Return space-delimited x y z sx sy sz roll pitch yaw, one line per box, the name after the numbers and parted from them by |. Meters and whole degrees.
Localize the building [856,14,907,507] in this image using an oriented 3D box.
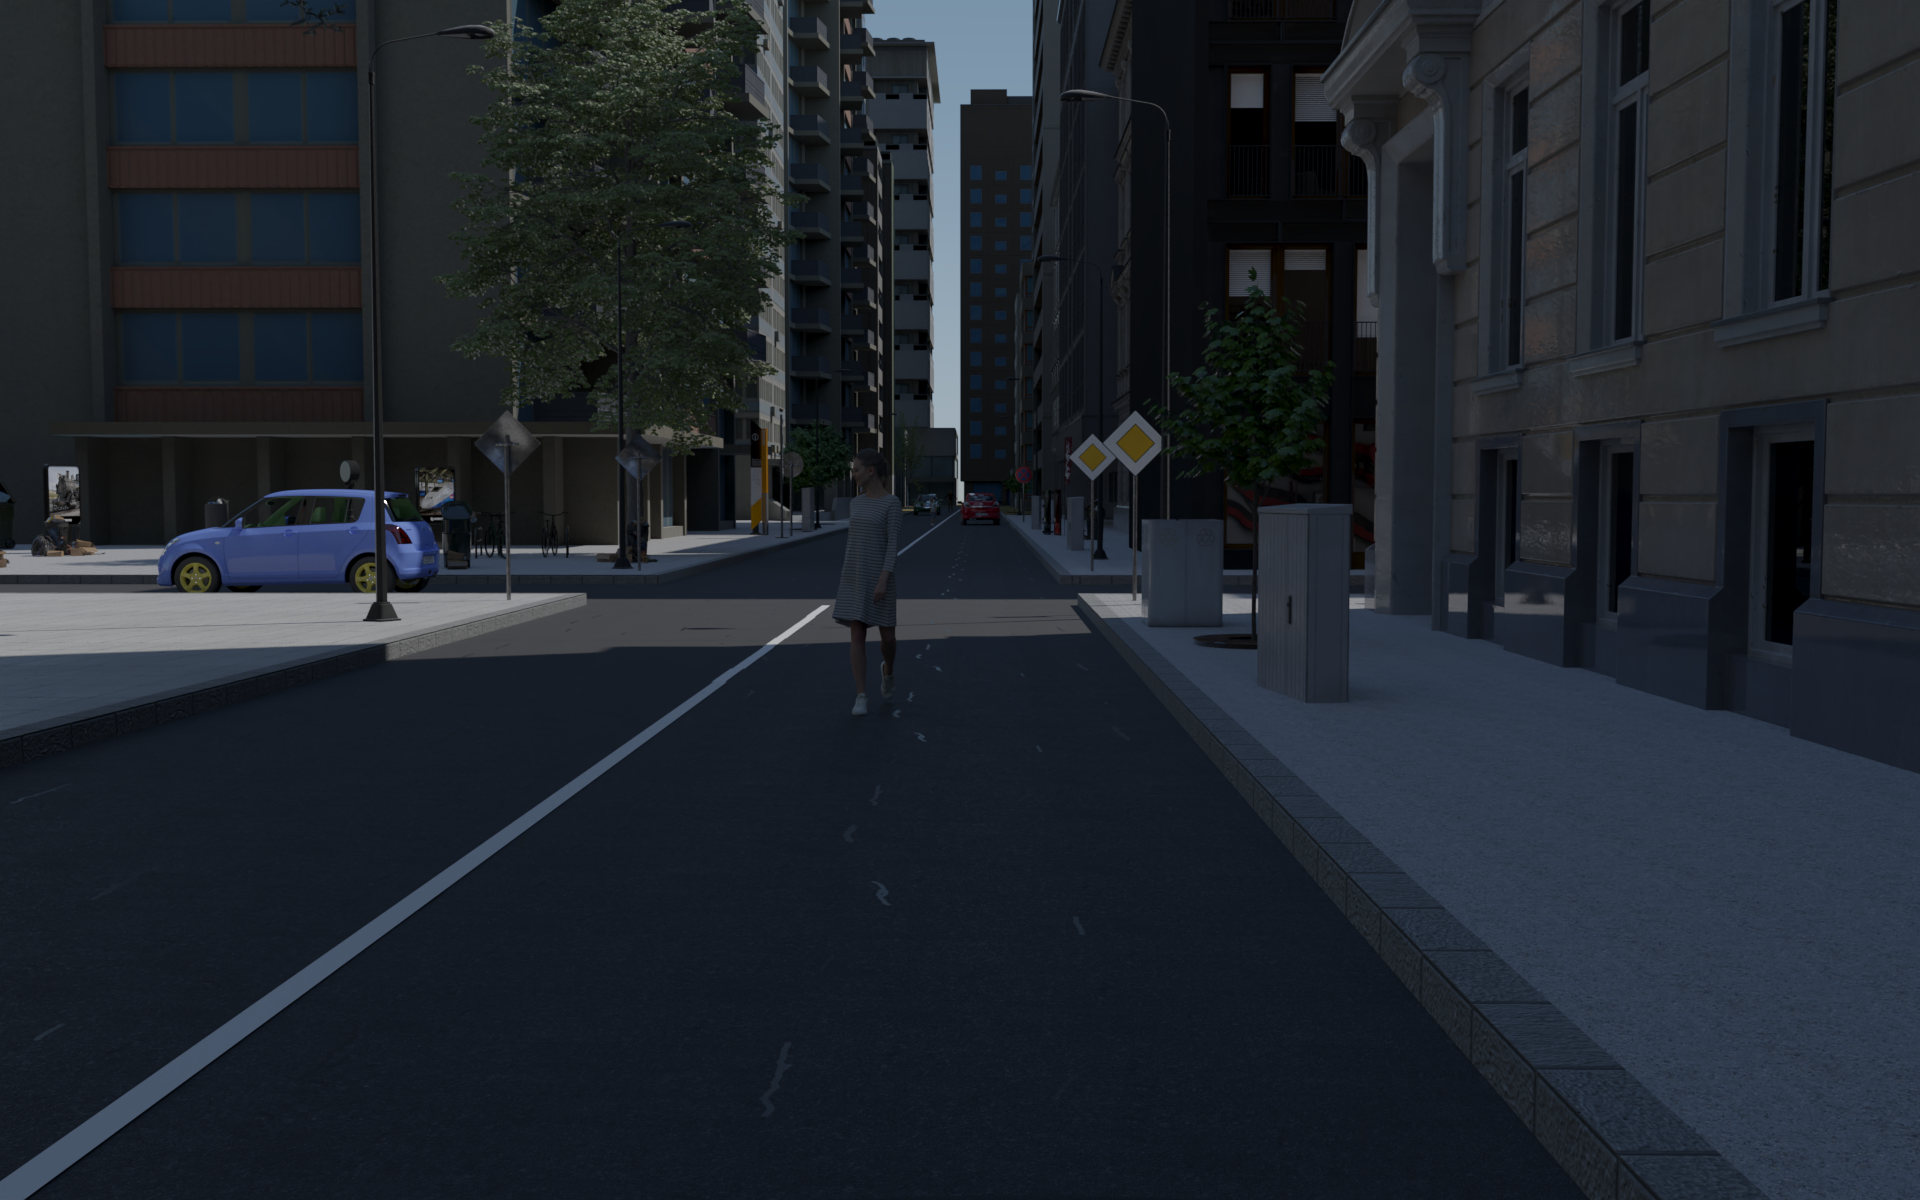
-21.099 -52.185 165.904 31.000 86.520 22.319 0 4 1 | building

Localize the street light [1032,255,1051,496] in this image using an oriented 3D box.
2.207 -3.750 33.850 1.470 5.913 1.316 0 4 1 | street light

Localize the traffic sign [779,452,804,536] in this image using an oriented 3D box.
-5.141 -3.217 52.710 0.768 2.556 0.104 1 4 8 | traffic sign

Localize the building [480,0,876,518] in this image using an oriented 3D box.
-17.266 -28.351 118.167 22.147 44.769 28.867 0 4 1 | building

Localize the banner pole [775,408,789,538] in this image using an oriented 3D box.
-5.186 -3.702 50.550 0.401 3.779 0.863 0 4 -1 | banner pole

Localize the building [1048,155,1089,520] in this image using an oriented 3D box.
10.037 -15.015 94.654 9.793 20.994 18.267 0 4 1 | building

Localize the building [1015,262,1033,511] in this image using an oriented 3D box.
18.639 -18.255 143.504 27.650 21.520 28.899 0 4 1 | building

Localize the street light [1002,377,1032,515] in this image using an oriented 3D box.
2.519 -5.906 69.097 1.470 5.913 1.316 0 4 1 | street light

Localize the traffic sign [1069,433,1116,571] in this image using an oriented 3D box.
2.195 -1.535 28.737 0.795 2.450 0.064 0 4 1 | traffic sign

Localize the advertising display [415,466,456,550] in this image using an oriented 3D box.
-12.042 -2.116 39.809 0.123 1.923 0.974 3 5 41 | advertising display

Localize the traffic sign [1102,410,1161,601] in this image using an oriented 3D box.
2.094 -1.047 20.753 0.795 2.450 0.064 0 4 1 | traffic sign

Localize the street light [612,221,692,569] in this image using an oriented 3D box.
-5.259 -3.489 29.583 1.470 5.913 1.316 0 4 1 | street light

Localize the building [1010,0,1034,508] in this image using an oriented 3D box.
15.259 -44.585 167.219 20.563 71.187 20.611 0 4 1 | building

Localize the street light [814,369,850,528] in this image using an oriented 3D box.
-4.787 -5.628 64.563 1.470 5.913 1.316 0 4 1 | street light

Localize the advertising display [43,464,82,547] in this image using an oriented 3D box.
-19.541 -1.989 37.727 0.123 1.923 0.974 1 4 14 | advertising display

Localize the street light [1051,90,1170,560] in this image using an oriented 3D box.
1.845 -2.908 20.085 1.470 5.913 1.316 0 4 1 | street light

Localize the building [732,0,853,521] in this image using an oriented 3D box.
-22.034 -24.301 89.204 32.217 40.220 23.993 0 4 1 | building

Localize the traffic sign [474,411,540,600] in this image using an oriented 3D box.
-5.449 -1.054 20.868 0.795 2.450 0.064 0 4 1 | traffic sign

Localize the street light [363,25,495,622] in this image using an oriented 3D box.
-5.308 -2.740 17.334 1.470 5.913 1.316 0 4 1 | street light

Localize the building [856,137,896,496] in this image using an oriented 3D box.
-12.612 -22.526 139.994 14.160 30.474 14.107 0 4 1 | building

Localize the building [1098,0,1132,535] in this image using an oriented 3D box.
10.013 -11.425 51.429 10.561 19.102 19.286 0 4 1 | building

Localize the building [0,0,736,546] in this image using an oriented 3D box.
-18.018 -24.466 54.646 22.147 44.769 28.867 0 4 1 | building

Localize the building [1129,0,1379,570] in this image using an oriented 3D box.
11.867 -12.528 34.512 15.834 23.373 12.332 0 4 1 | building

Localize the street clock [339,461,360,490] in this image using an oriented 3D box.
-13.201 -2.014 37.501 0.471 2.002 0.358 3 5 41 | street clock

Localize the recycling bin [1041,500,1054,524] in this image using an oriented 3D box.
3.764 -3.822 75.051 0.722 1.027 0.722 1 4 11 | recycling bin

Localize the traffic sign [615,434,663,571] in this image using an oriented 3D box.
-5.348 -1.542 28.852 0.795 2.450 0.064 0 4 1 | traffic sign

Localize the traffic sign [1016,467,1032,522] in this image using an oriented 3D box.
2.952 -4.899 80.210 0.768 2.556 0.104 0 4 1 | traffic sign

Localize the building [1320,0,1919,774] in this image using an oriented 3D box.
10.633 -13.632 8.782 13.634 28.700 20.117 0 4 1 | building

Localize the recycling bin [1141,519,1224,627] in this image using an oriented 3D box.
2.174 -0.271 16.989 0.722 1.027 0.722 0 3 0 | recycling bin

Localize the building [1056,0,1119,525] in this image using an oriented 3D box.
11.669 -17.079 72.755 14.314 27.812 24.014 0 4 1 | building

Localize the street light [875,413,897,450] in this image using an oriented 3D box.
-4.314 -7.756 99.357 1.470 5.913 1.316 0 4 1 | street light
